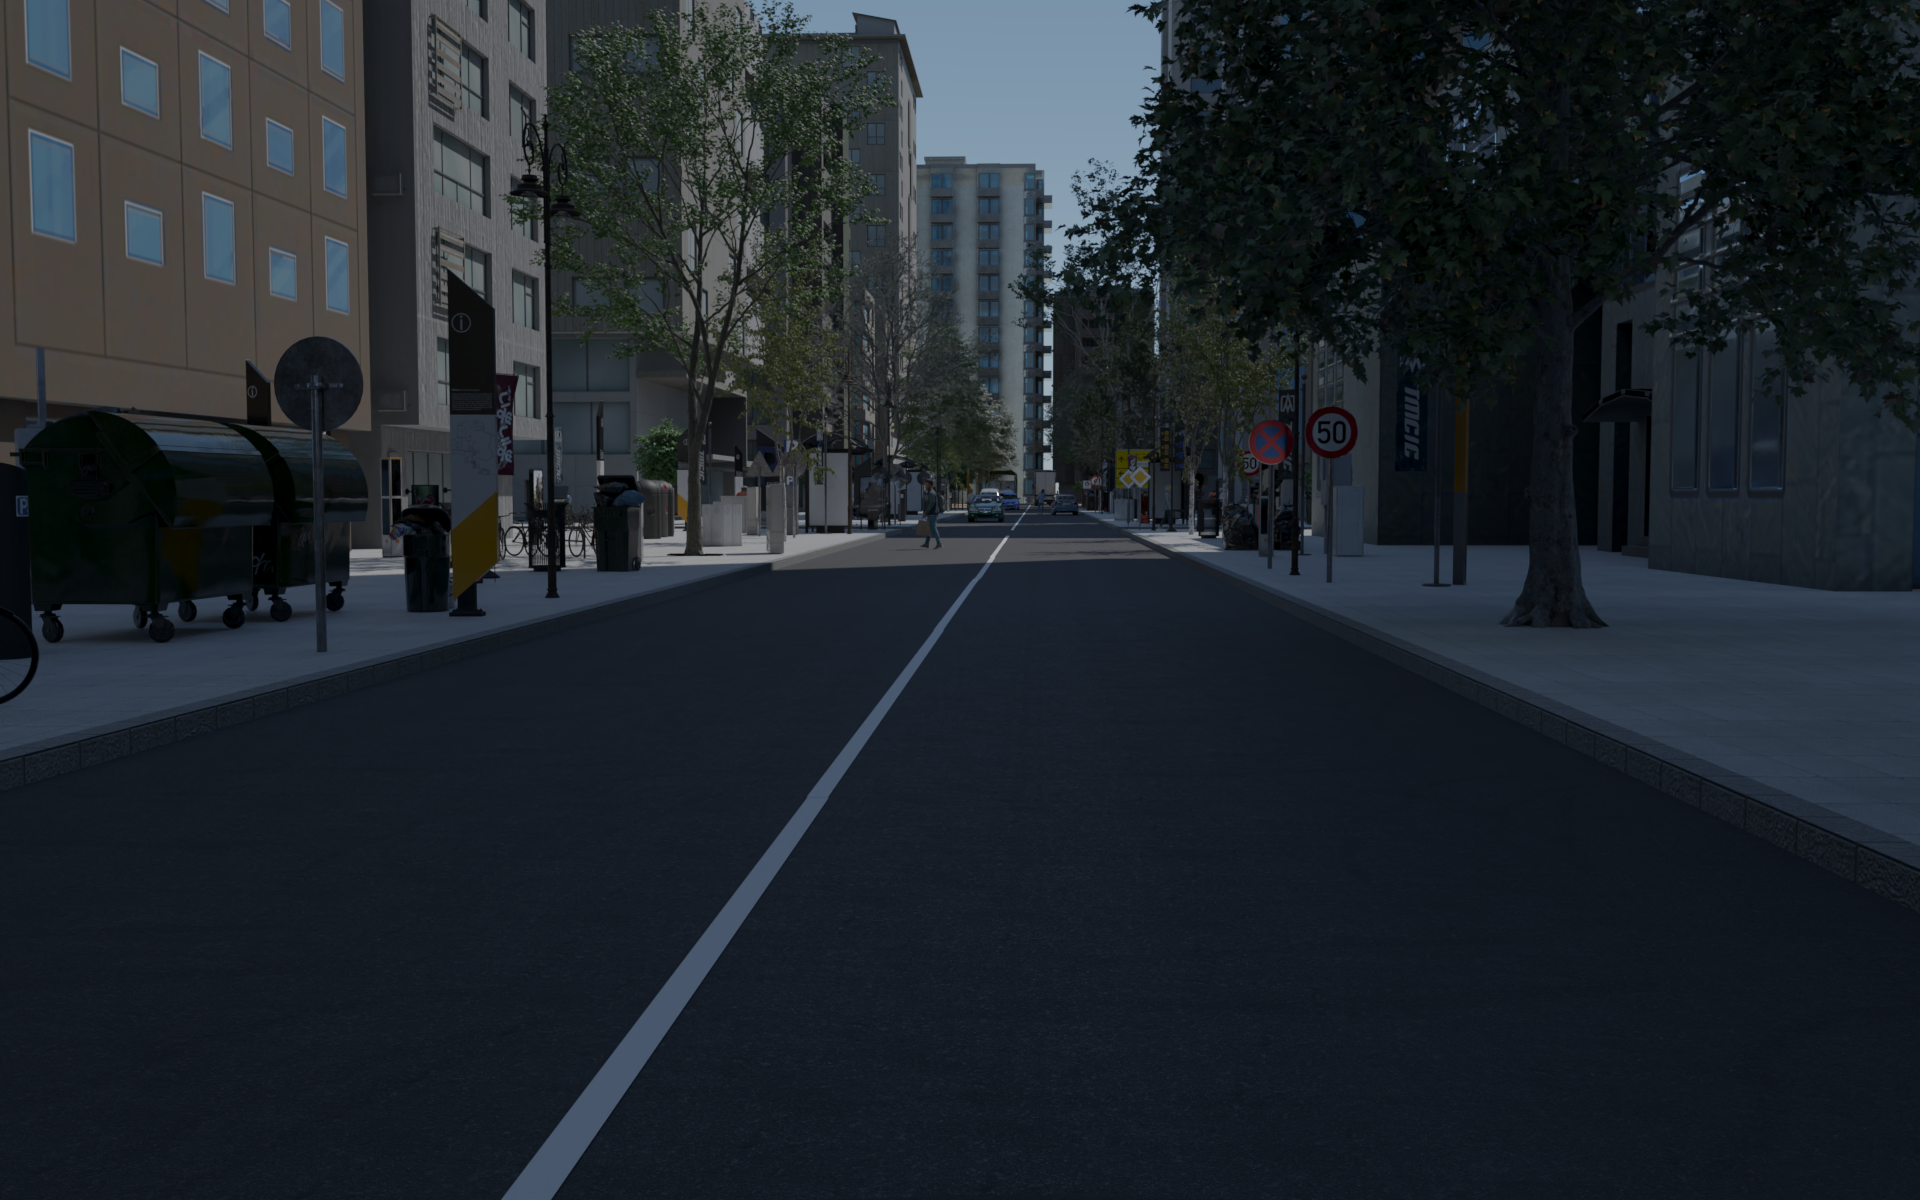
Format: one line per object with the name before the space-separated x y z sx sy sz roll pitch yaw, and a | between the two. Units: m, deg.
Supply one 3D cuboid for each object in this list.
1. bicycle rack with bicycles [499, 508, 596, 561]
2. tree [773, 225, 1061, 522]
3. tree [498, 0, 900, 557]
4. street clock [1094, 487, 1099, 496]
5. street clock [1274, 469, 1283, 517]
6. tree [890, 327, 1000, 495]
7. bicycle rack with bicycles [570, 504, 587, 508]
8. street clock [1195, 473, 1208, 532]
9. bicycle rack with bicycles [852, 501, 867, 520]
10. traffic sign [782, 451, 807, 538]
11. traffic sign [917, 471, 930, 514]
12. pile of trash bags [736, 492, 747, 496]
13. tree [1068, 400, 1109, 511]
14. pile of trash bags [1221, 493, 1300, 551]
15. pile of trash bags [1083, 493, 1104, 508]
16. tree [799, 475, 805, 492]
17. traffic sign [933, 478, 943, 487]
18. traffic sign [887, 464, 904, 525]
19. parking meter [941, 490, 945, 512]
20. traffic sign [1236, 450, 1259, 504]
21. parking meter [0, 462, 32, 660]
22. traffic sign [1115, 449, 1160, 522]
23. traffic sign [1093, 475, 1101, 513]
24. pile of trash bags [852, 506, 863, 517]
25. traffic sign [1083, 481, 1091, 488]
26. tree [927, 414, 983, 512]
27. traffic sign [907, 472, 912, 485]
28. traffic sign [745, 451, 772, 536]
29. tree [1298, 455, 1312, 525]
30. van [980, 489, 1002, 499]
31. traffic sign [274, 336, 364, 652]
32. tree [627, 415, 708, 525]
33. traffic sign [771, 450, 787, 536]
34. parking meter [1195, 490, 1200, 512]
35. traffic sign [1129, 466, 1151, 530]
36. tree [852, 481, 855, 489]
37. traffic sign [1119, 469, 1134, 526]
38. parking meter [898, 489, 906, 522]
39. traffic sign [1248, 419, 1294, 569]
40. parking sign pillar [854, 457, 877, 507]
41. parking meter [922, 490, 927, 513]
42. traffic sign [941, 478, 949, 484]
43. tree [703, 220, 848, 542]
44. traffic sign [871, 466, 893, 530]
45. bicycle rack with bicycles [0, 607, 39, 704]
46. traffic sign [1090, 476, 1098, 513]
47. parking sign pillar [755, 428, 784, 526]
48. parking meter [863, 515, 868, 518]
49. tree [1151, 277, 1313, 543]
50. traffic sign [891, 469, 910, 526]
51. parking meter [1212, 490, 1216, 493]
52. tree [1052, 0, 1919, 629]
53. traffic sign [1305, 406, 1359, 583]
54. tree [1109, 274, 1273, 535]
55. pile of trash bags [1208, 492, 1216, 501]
bicycle rack with bicycles | -8.656 -1.303 34.693 2.852 0.926 2.925 -2 4 -35
tree | -3.277 -10.280 78.448 12.009 13.543 11.850 0 3 0
tree | -5.357 -6.725 35.702 9.928 11.665 9.643 0 3 0
street clock | 11.359 -8.538 144.167 0.358 2.002 0.471 -2 4 -31
street clock | 9.277 -2.845 51.094 0.471 2.002 0.358 -1 4 -15
tree | -1.208 -12.105 116.046 7.486 12.596 7.792 0 3 0
bicycle rack with bicycles | -13.055 -2.809 59.317 2.925 0.926 2.852 0 4 5
street clock | 8.232 -3.345 59.260 0.358 2.002 0.471 -3 5 -43
bicycle rack with bicycles | -5.518 -4.438 85.940 2.925 0.926 2.852 1 4 17
traffic sign | -4.859 -3.093 50.679 0.768 2.556 0.104 0 4 4
traffic sign | -2.044 -5.922 96.934 0.768 2.556 0.104 0 4 7
pile of trash bags | -8.578 -3.964 74.556 1.912 1.369 3.447 -3 5 -43
tree | 10.168 -10.905 128.657 4.360 8.622 3.978 0 3 0
pile of trash bags | 7.139 -1.902 40.850 1.912 1.369 3.447 1 4 11
pile of trash bags | 11.091 -8.012 140.753 1.912 1.369 3.447 -2 4 -31
tree | -7.844 -5.979 92.354 1.663 3.219 1.824 0 3 0
traffic sign | -1.687 -7.857 128.466 0.884 2.594 0.081 1 4 11
traffic sign | -2.729 -4.441 72.721 0.768 2.556 0.104 0 4 4
parking meter | -1.249 -6.956 122.148 0.372 1.533 0.369 0 3 0
traffic sign | 8.351 -3.055 50.052 0.768 2.556 0.104 0 4 8
parking meter | -7.462 -0.312 13.506 0.372 1.533 0.369 0 3 0
traffic sign | 8.203 -5.196 78.834 2.265 3.308 0.079 0 4 4
traffic sign | 9.303 -7.061 115.456 0.884 2.594 0.081 1 4 12
pile of trash bags | -6.414 -5.270 95.910 3.447 1.369 1.912 1 4 18
traffic sign | 9.633 -7.906 131.393 0.606 2.300 0.079 0 4 7
tree | -0.632 -10.651 124.512 4.737 8.622 4.395 0 3 0
traffic sign | -3.037 -5.881 96.262 0.768 2.556 0.104 0 4 4
traffic sign | -6.067 -3.204 52.386 0.884 2.594 0.081 0 4 7
tree | 14.983 -4.727 71.883 1.663 3.219 1.824 0 3 0
van | 2.225 -7.573 130.823 2.013 2.044 4.112 0 4 4
traffic sign | -5.188 -0.850 14.004 0.768 2.556 0.104 0 4 8
tree | -12.287 -5.420 72.326 4.285 4.588 4.351 0 3 0
traffic sign | -5.189 -3.150 51.506 0.884 2.594 0.081 1 4 12
parking meter | 15.866 -6.548 115.466 0.372 1.533 0.369 0 3 0
traffic sign | 6.404 -3.546 61.620 0.795 2.450 0.064 0 4 3
tree | -7.170 -6.841 106.455 1.663 3.219 1.824 0 3 0
traffic sign | 6.766 -4.034 69.597 0.795 2.450 0.064 0 4 3
parking meter | -2.708 -4.421 80.701 0.372 1.533 0.369 0 3 0
traffic sign | 5.326 -1.810 29.699 0.768 2.556 0.104 1 4 9
parking sign pillar | -6.983 -8.339 124.821 1.447 3.967 1.447 0 4 5
parking meter | -2.702 -7.558 131.983 0.372 1.533 0.369 0 3 0
traffic sign | -1.244 -8.364 136.865 0.768 2.556 0.104 1 4 9
tree | -4.800 -5.865 46.249 4.737 8.622 4.395 0 3 0
traffic sign | -2.780 -3.573 62.055 0.795 2.450 0.064 0 4 3
bicycle rack with bicycles | -7.042 0.185 10.351 2.925 0.926 2.852 0 4 -8
traffic sign | 9.321 -7.272 119.007 0.768 2.556 0.104 0 4 4
parking sign pillar | -7.690 -5.037 70.823 1.447 3.967 1.447 0 4 4
parking meter | -5.045 -5.202 93.462 0.372 1.533 0.369 0 3 0
tree | 7.169 -5.792 45.056 4.737 8.622 4.395 0 3 0
traffic sign | -2.418 -4.061 70.032 0.795 2.450 0.064 0 4 3
parking meter | 15.530 -5.935 105.444 0.372 1.533 0.369 0 3 0
tree | 5.685 -6.092 16.608 9.611 12.733 9.660 0 3 0
traffic sign | 5.353 -1.524 25.029 0.768 2.556 0.104 0 4 4
tree | 7.552 -6.380 54.668 4.360 8.622 3.978 0 3 0
pile of trash bags | 15.599 -5.439 98.672 3.447 1.369 1.912 -2 4 -29
